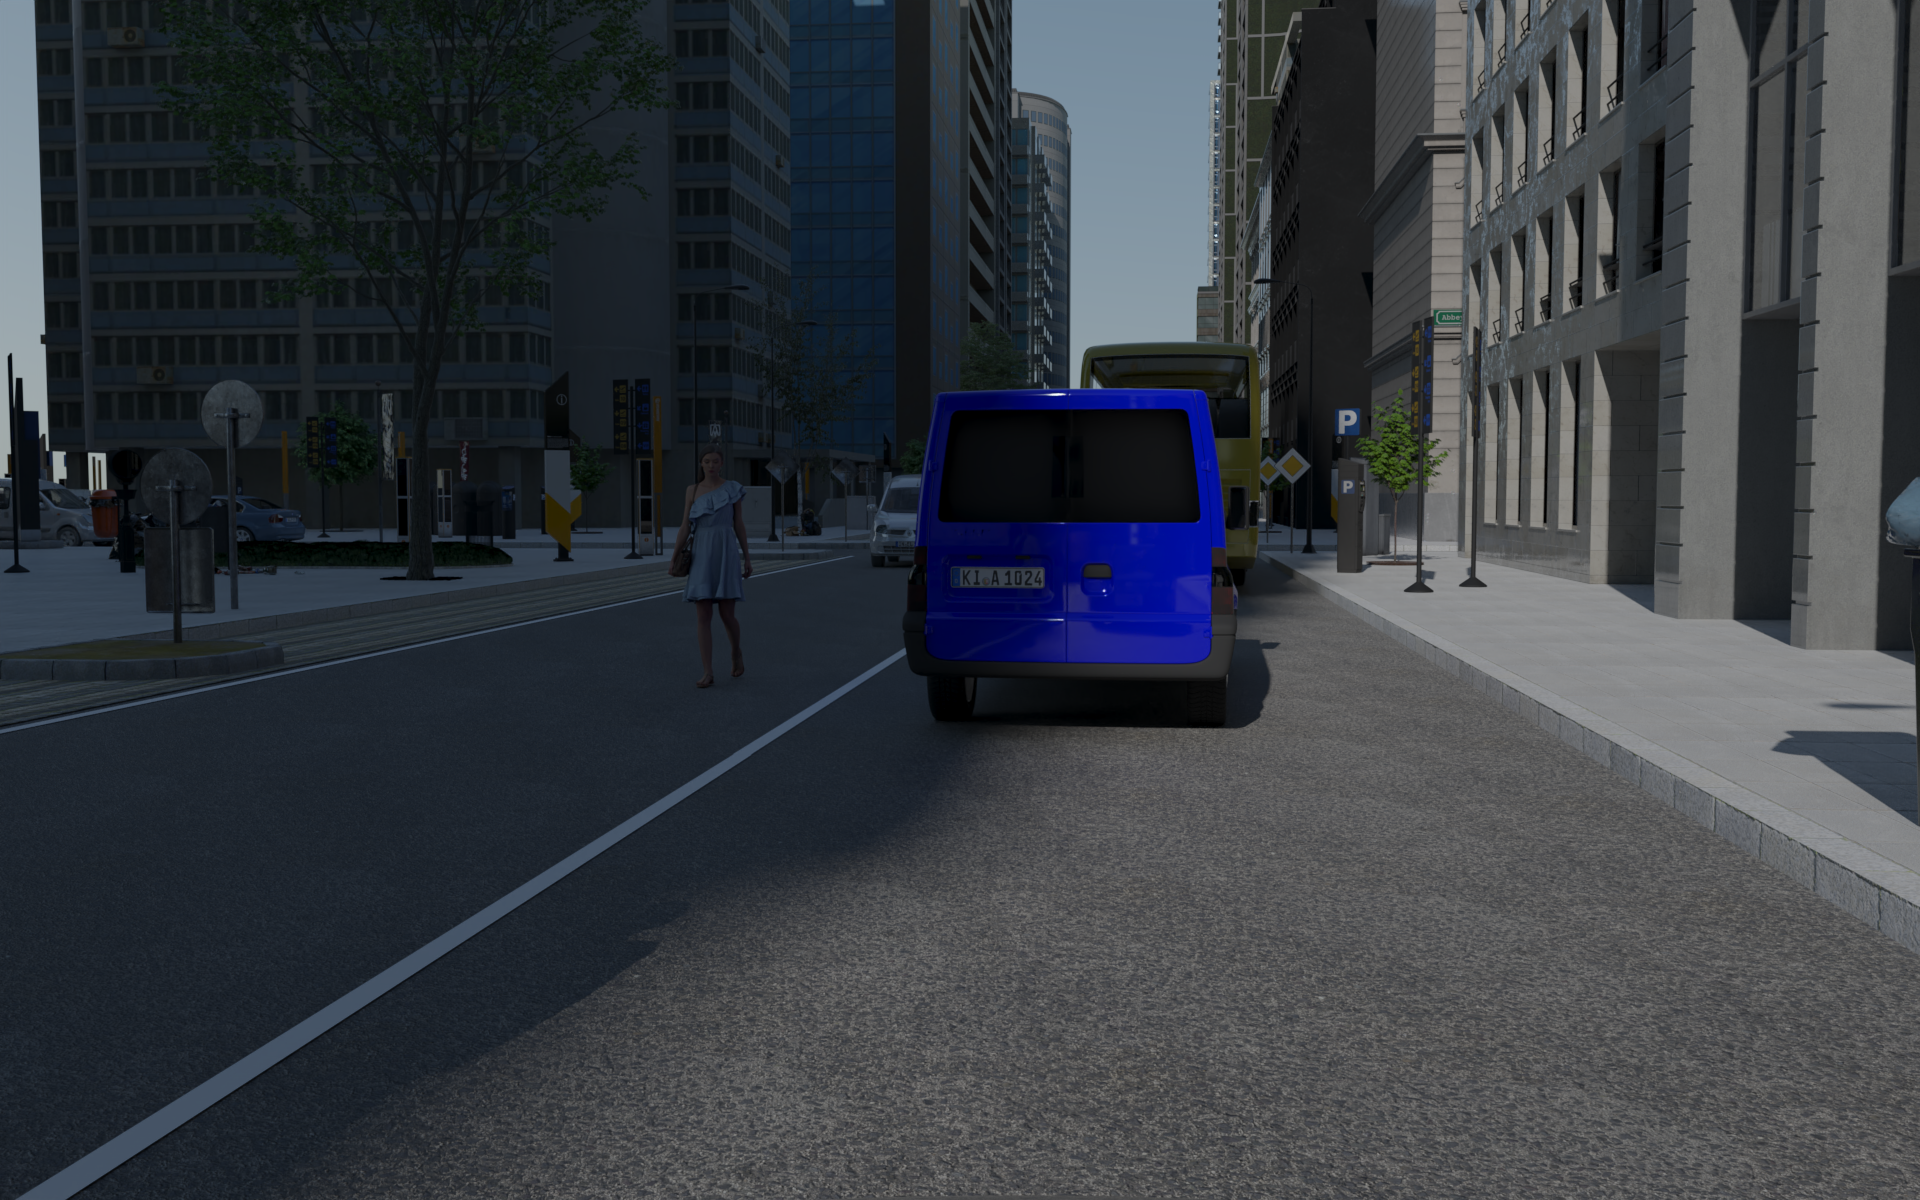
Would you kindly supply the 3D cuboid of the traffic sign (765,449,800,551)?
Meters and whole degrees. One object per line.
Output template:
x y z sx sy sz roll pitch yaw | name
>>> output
-3.955 -2.141 38.652 0.795 2.450 0.064 0 4 6 | traffic sign

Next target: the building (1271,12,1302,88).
37.331 -27.082 134.674 32.217 40.220 23.993 0 4 6 | building

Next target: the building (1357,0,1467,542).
24.251 -16.108 50.755 23.554 28.519 14.401 0 4 6 | building

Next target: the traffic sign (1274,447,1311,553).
7.167 -2.064 37.393 0.795 2.450 0.064 0 4 6 | traffic sign

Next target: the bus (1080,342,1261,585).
3.698 -2.359 30.122 2.896 3.916 12.252 0 4 7 | bus

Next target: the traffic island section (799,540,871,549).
-3.093 -1.491 46.652 2.009 0.180 2.903 0 4 6 | traffic island section

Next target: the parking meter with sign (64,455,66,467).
-38.696 -4.884 76.116 1.738 3.016 0.543 3 5 40 | parking meter with sign

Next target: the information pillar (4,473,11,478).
-33.624 -3.481 61.414 0.304 2.012 0.304 1 4 10 | information pillar

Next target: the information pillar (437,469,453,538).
-15.127 -2.835 50.851 0.304 2.012 0.304 3 5 40 | information pillar

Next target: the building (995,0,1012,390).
-3.129 -44.984 173.732 20.563 71.187 20.611 0 4 6 | building

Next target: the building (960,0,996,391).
-8.843 -31.149 132.980 21.300 48.544 21.600 0 4 6 | building

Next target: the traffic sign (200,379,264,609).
-8.088 -1.170 19.235 0.768 2.556 0.104 1 4 10 | traffic sign

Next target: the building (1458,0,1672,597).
14.400 -10.466 25.865 10.420 20.320 16.860 0 4 6 | building

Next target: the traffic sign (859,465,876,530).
-3.293 -3.630 61.482 0.606 2.300 0.079 1 4 11 | traffic sign

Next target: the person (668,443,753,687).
-1.883 -0.276 13.104 0.616 1.811 0.778 1 4 10 | person

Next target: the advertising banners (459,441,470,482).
-16.863 -3.736 57.272 2.074 3.025 0.090 3 4 36 | advertising banners

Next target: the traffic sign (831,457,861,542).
-3.068 -2.627 46.588 0.795 2.450 0.064 0 4 6 | traffic sign

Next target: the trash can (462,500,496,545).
-10.815 -1.670 38.962 0.748 1.137 0.748 0 3 0 | trash can

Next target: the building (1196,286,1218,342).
39.673 -28.625 239.716 14.160 30.474 14.107 0 4 6 | building

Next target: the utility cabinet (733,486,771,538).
-6.024 -2.551 50.382 1.173 1.500 0.318 0 4 -8 | utility cabinet

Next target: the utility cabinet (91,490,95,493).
-42.915 -4.788 86.957 1.173 1.500 0.318 -3 5 -42 | utility cabinet

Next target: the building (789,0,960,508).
-7.639 -27.459 99.073 14.600 45.320 14.200 0 4 6 | building

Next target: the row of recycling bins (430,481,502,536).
-15.578 -2.858 53.840 3.534 1.692 1.069 2 4 33 | row of recycling bins

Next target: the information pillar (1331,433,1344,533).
12.493 -4.031 57.268 0.183 3.616 0.504 -2 4 -31 | information pillar

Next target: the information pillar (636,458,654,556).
-6.525 -1.921 35.907 0.304 2.012 0.304 -1 4 -17 | information pillar

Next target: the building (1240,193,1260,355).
23.656 -16.576 107.173 11.583 22.565 21.152 0 4 6 | building

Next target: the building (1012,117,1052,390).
0.248 -36.902 222.950 23.786 49.044 30.456 0 4 6 | building

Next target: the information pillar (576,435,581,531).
-13.361 -4.191 59.872 0.504 3.616 0.183 -2 4 -27 | information pillar

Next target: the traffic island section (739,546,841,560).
-3.980 -1.005 38.717 2.009 0.180 2.903 0 4 6 | traffic island section

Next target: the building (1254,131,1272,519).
20.274 -14.586 87.636 9.793 20.994 18.267 0 4 6 | building

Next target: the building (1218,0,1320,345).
41.370 -47.828 220.245 20.563 71.187 20.611 0 4 6 | building

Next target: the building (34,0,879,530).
-20.406 -23.286 72.611 32.217 40.220 23.993 0 4 6 | building

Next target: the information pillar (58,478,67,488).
-42.202 -4.713 81.542 0.304 2.012 0.304 0 4 -8 | information pillar

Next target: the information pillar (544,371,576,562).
-7.618 -2.536 32.825 0.504 3.616 0.183 -2 4 -35 | information pillar

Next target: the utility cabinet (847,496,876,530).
-3.556 -3.135 62.414 1.020 1.237 0.306 1 4 17 | utility cabinet

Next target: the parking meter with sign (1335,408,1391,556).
8.429 -2.435 36.067 0.543 3.016 1.738 3 4 38 | parking meter with sign

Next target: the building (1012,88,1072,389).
4.969 -43.468 252.697 21.231 58.520 28.212 0 4 6 | building

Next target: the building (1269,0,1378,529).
19.184 -14.656 69.301 12.332 23.373 15.834 0 4 6 | building

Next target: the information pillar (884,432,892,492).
-2.740 -4.527 65.367 0.183 3.616 0.504 -2 4 -31 | information pillar

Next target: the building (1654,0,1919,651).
11.165 -13.760 2.477 11.434 29.767 29.804 0 4 6 | building

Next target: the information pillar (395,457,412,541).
-10.919 -1.819 34.230 0.304 2.012 0.304 1 4 20 | information pillar

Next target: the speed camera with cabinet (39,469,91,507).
-31.674 -4.067 60.839 2.038 3.252 0.660 -2 4 -27 | speed camera with cabinet

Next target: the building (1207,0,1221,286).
46.276 -57.936 259.921 22.319 86.520 31.000 0 4 6 | building

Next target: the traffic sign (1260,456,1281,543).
8.055 -2.550 45.329 0.795 2.450 0.064 0 4 6 | traffic sign
